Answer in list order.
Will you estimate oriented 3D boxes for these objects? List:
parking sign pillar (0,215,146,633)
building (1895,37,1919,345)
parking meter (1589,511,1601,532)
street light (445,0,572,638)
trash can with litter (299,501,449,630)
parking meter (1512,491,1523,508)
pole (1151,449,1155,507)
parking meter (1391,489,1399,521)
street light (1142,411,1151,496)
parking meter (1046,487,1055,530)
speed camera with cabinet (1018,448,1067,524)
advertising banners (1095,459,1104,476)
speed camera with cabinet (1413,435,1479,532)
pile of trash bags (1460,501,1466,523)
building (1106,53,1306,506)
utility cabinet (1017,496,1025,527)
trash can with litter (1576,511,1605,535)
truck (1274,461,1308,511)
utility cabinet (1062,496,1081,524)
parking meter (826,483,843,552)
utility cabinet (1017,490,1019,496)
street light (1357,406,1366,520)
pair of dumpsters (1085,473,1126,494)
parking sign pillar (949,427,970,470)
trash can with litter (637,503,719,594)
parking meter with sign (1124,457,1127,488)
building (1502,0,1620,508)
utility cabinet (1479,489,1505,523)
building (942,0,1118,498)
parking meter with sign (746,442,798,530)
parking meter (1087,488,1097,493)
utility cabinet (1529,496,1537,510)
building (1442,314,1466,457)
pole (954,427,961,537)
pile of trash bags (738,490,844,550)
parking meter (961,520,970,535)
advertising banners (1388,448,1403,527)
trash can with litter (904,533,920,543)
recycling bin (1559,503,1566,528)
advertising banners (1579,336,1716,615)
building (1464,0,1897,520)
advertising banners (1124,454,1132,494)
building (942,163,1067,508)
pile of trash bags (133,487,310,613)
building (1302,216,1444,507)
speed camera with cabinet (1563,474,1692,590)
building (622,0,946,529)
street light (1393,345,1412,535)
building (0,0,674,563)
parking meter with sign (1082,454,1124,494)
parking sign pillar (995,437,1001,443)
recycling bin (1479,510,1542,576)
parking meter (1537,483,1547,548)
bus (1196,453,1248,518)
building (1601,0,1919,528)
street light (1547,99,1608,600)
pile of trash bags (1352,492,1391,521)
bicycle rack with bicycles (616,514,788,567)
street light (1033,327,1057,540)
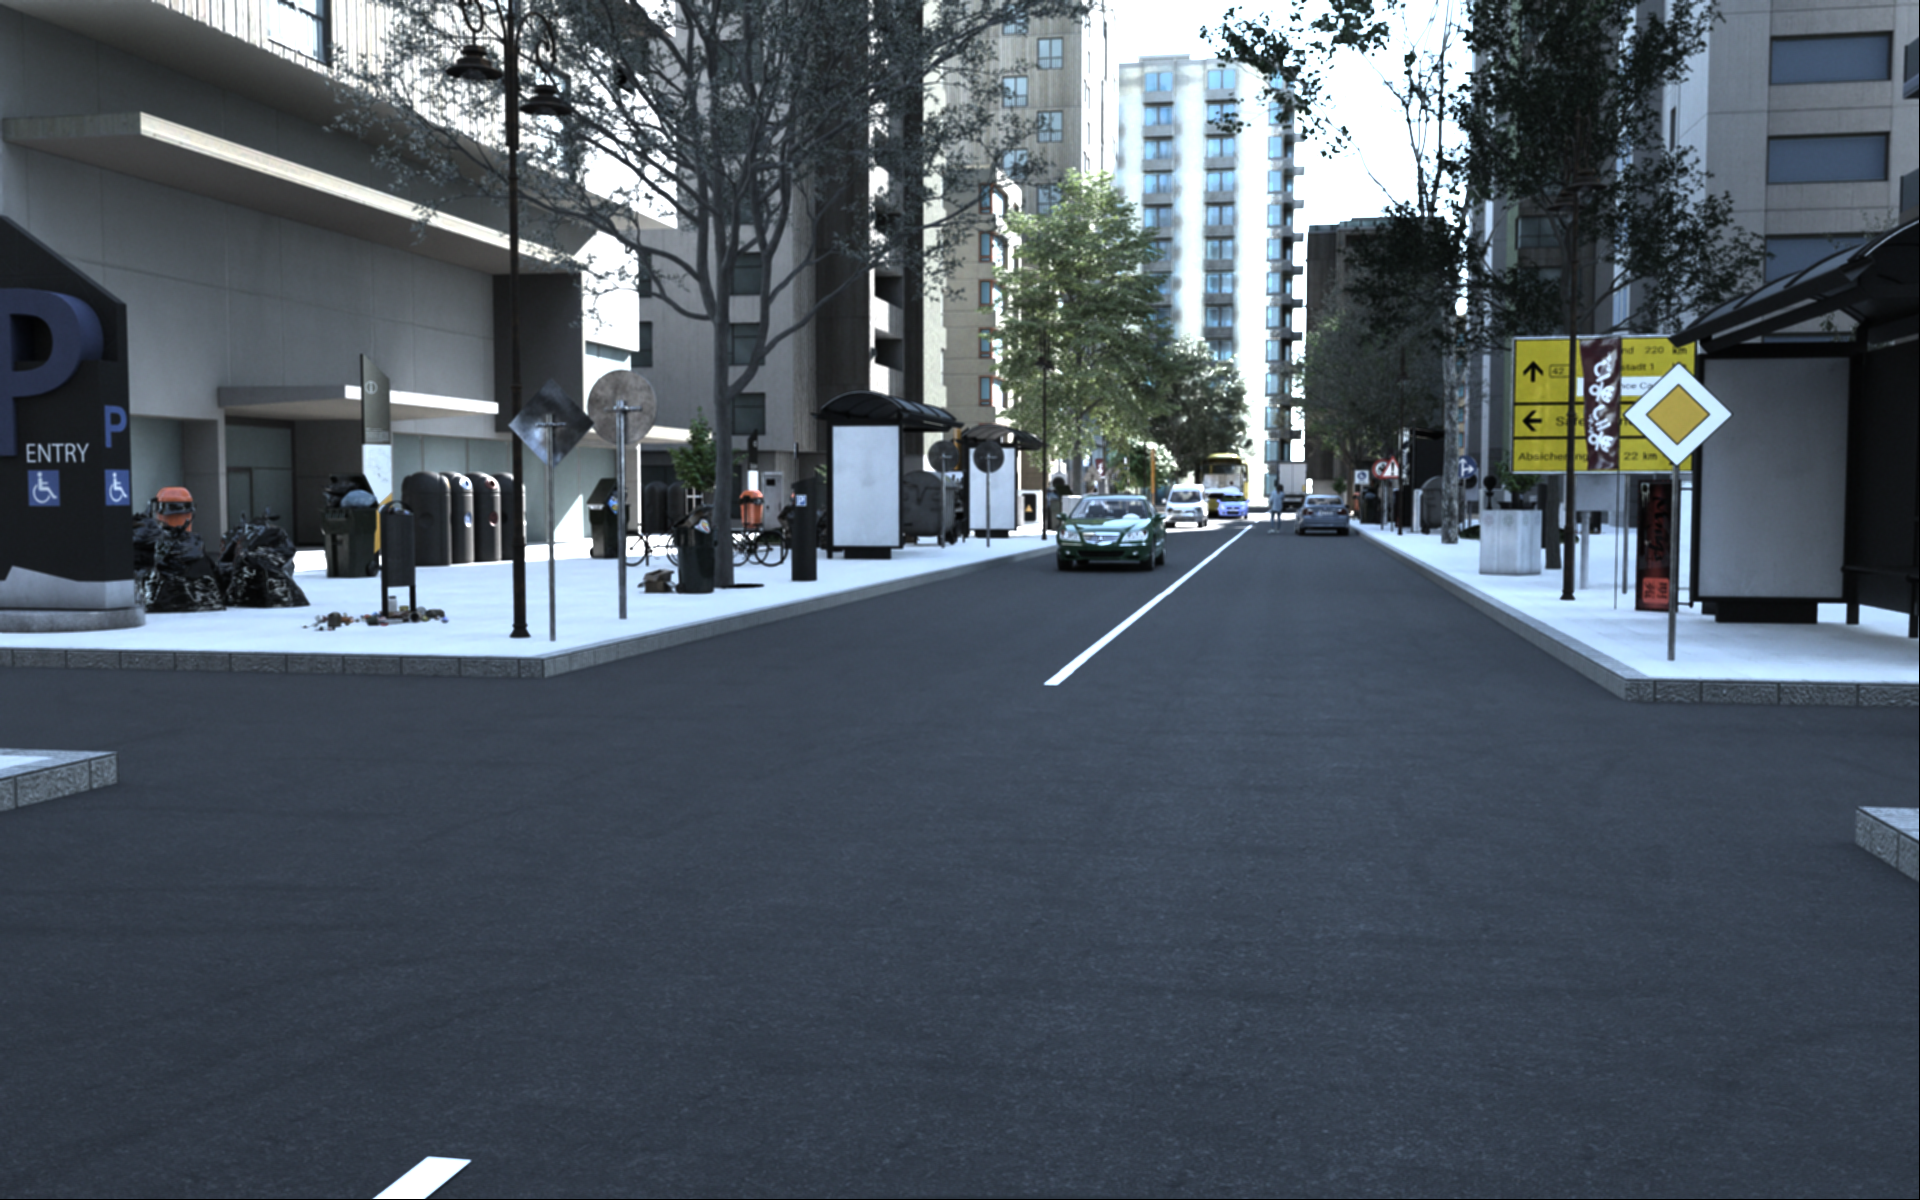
[{"bbox_3d":[-8.643,-1.718,16.565,1.447,3.967,1.447,1,4,12],"label":"parking sign pillar"},{"bbox_3d":[23.877,-22.903,24.571,14.200,45.320,14.600,1,4,11],"label":"building"},{"bbox_3d":[21.053,-2.996,57.390,0.372,1.533,0.369,0,3,0],"label":"parking meter"},{"bbox_3d":[-3.945,-2.603,15.355,0.468,5.910,1.993,1,4,11],"label":"street light"},{"bbox_3d":[-5.933,-0.383,17.314,1.678,1.210,2.233,1,4,15],"label":"trash can with litter"},{"bbox_3d":[19.133,-3.124,59.485,0.372,1.533,0.369,0,3,0],"label":"parking meter"},{"bbox_3d":[8.787,-5.202,78.892,0.158,3.312,0.155,0,3,0],"label":"pole"},{"bbox_3d":[20.093,-4.374,79.919,0.372,1.533,0.369,0,3,0],"label":"parking meter"},{"bbox_3d":[8.659,-6.618,80.987,0.468,5.910,1.993,1,4,11],"label":"street light"},{"bbox_3d":[3.243,-3.236,61.325,0.372,1.533,0.369,0,3,0],"label":"parking meter"},{"bbox_3d":[3.495,-4.825,73.220,2.038,3.252,0.660,0,4,7],"label":"speed camera with cabinet"},{"bbox_3d":[7.527,-5.435,85.046,2.074,3.025,0.090,3,4,36],"label":"advertising banners"},{"bbox_3d":[16.278,-3.893,57.991,2.038,3.252,0.660,0,4,4],"label":"speed camera with cabinet"},{"bbox_3d":[21.768,-4.155,77.692,1.912,1.369,3.447,0,4,-3],"label":"pile of trash bags"},{"bbox_3d":[22.491,-34.970,191.359,30.456,49.044,23.786,1,4,11],"label":"building"},{"bbox_3d":[2.078,-3.456,67.665,0.306,1.237,1.020,-3,5,-41],"label":"utility cabinet"},{"bbox_3d":[19.664,-2.728,55.667,2.233,1.210,1.678,1,4,12],"label":"trash can with litter"},{"bbox_3d":[28.879,-9.911,150.960,2.839,4.237,11.283,1,4,10],"label":"truck"},{"bbox_3d":[3.760,-2.881,58.263,0.306,1.237,1.020,2,4,27],"label":"utility cabinet"},{"bbox_3d":[-2.794,-1.846,38.595,0.372,1.533,0.369,0,3,0],"label":"parking meter"},{"bbox_3d":[2.742,-4.842,87.840,1.173,1.500,0.318,3,4,37],"label":"utility cabinet"},{"bbox_3d":[20.008,-6.963,86.633,0.468,5.910,1.993,1,4,11],"label":"street light"},{"bbox_3d":[6.568,-4.647,78.469,1.574,2.255,4.437,1,4,11],"label":"pair of dumpsters"},{"bbox_3d":[-0.210,-4.981,69.908,1.447,3.967,1.447,1,4,13],"label":"parking sign pillar"},{"bbox_3d":[-3.662,-0.675,22.424,1.055,1.170,0.624,1,4,11],"label":"trash can with litter"},{"bbox_3d":[7.003,-5.265,82.348,1.738,3.016,0.543,1,4,15],"label":"parking meter with sign"},{"bbox_3d":[35.955,-19.563,91.556,14.160,30.474,14.107,1,4,11],"label":"building"},{"bbox_3d":[23.314,-4.113,75.924,1.173,1.500,0.318,-2,4,-25],"label":"utility cabinet"},{"bbox_3d":[-1.054,-34.021,145.486,27.495,52.752,28.713,1,4,11],"label":"building"},{"bbox_3d":[-6.321,-3.793,58.274,1.738,3.016,0.543,-1,4,-9],"label":"parking meter with sign"},{"bbox_3d":[5.071,-3.550,66.445,0.372,1.533,0.369,0,3,0],"label":"parking meter"},{"bbox_3d":[19.724,-2.902,58.609,1.020,1.237,0.306,-2,4,-29],"label":"utility cabinet"},{"bbox_3d":[65.665,-20.785,184.874,28.899,21.520,27.650,1,4,11],"label":"building"},{"bbox_3d":[-0.073,-3.526,51.492,0.158,3.312,0.155,0,3,0],"label":"pole"},{"bbox_3d":[-3.799,-1.924,41.213,3.447,1.369,1.912,2,4,27],"label":"pile of trash bags"},{"bbox_3d":[0.133,-2.845,54.924,0.372,1.533,0.369,0,3,0],"label":"parking meter"},{"bbox_3d":[17.022,-4.343,67.197,0.090,3.025,2.074,3,4,38],"label":"advertising banners"},{"bbox_3d":[-1.570,-2.077,45.352,1.055,1.170,0.624,1,4,9],"label":"trash can with litter"},{"bbox_3d":[17.478,-2.343,50.863,0.722,1.027,0.722,0,4,-7],"label":"recycling bin"},{"bbox_3d":[7.626,-1.384,18.809,0.090,3.025,2.074,-3,4,-38],"label":"advertising banners"},{"bbox_3d":[43.779,-34.820,111.304,21.231,58.520,28.212,1,4,11],"label":"building"},{"bbox_3d":[7.145,-4.765,74.094,0.090,3.025,2.074,1,4,10],"label":"advertising banners"},{"bbox_3d":[-8.985,-16.047,107.416,27.650,21.520,28.899,1,4,11],"label":"building"},{"bbox_3d":[-8.999,-0.650,20.387,1.912,1.369,3.447,-2,4,-35],"label":"pile of trash bags"},{"bbox_3d":[43.462,-25.154,182.974,14.107,30.474,14.160,1,4,11],"label":"building"},{"bbox_3d":[9.251,-1.774,23.337,2.038,3.252,0.660,0,4,5],"label":"speed camera with cabinet"},{"bbox_3d":[-8.778,-18.202,69.312,14.160,30.474,14.107,1,4,11],"label":"building"},{"bbox_3d":[13.719,-4.956,53.815,0.468,5.910,1.993,1,4,11],"label":"street light"},{"bbox_3d":[-23.034,-27.507,38.984,28.713,52.752,27.495,1,4,11],"label":"building"},{"bbox_3d":[6.143,-4.817,75.018,1.738,3.016,0.543,-2,4,-34],"label":"parking meter with sign"},{"bbox_3d":[1.050,-5.090,71.686,1.447,3.967,1.447,-2,4,-30],"label":"parking sign pillar"},{"bbox_3d":[8.797,-0.925,27.676,0.722,1.027,0.722,-3,5,-42],"label":"recycling bin"},{"bbox_3d":[13.842,-1.991,40.966,0.372,1.533,0.369,0,3,0],"label":"parking meter"},{"bbox_3d":[16.614,-7.154,108.518,2.896,3.916,12.252,1,4,11],"label":"bus"},{"bbox_3d":[35.934,-31.931,64.078,21.231,58.520,28.212,1,4,11],"label":"building"},{"bbox_3d":[7.365,-2.938,20.816,0.468,5.910,1.993,1,4,11],"label":"street light"},{"bbox_3d":[19.949,-4.486,83.098,1.912,1.369,3.447,-2,4,-23],"label":"pile of trash bags"},{"bbox_3d":[-4.342,-1.091,31.218,2.925,0.926,2.852,2,4,25],"label":"bicycle rack with bicycles"},{"bbox_3d":[2.351,-4.611,48.172,0.468,5.910,1.993,1,4,11],"label":"street light"}]
